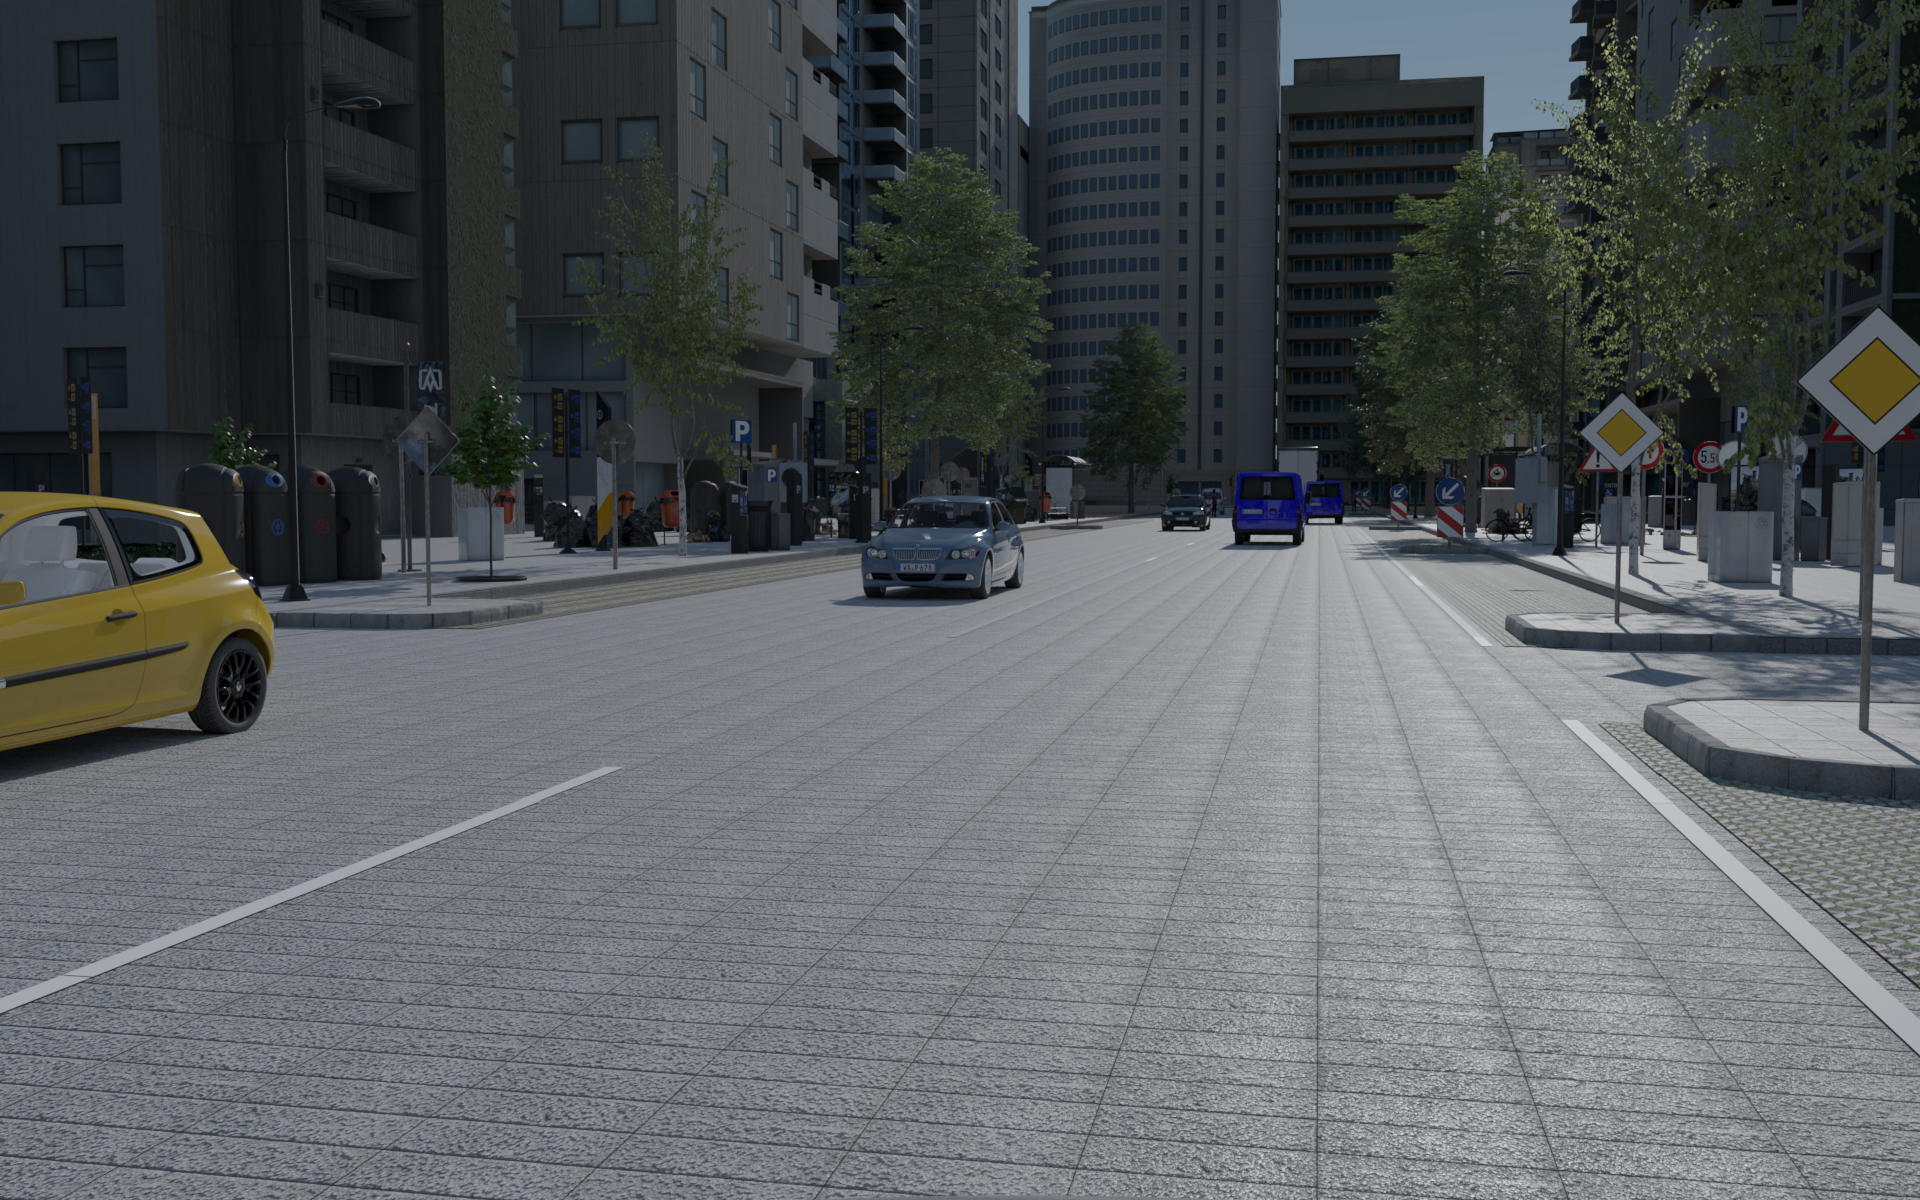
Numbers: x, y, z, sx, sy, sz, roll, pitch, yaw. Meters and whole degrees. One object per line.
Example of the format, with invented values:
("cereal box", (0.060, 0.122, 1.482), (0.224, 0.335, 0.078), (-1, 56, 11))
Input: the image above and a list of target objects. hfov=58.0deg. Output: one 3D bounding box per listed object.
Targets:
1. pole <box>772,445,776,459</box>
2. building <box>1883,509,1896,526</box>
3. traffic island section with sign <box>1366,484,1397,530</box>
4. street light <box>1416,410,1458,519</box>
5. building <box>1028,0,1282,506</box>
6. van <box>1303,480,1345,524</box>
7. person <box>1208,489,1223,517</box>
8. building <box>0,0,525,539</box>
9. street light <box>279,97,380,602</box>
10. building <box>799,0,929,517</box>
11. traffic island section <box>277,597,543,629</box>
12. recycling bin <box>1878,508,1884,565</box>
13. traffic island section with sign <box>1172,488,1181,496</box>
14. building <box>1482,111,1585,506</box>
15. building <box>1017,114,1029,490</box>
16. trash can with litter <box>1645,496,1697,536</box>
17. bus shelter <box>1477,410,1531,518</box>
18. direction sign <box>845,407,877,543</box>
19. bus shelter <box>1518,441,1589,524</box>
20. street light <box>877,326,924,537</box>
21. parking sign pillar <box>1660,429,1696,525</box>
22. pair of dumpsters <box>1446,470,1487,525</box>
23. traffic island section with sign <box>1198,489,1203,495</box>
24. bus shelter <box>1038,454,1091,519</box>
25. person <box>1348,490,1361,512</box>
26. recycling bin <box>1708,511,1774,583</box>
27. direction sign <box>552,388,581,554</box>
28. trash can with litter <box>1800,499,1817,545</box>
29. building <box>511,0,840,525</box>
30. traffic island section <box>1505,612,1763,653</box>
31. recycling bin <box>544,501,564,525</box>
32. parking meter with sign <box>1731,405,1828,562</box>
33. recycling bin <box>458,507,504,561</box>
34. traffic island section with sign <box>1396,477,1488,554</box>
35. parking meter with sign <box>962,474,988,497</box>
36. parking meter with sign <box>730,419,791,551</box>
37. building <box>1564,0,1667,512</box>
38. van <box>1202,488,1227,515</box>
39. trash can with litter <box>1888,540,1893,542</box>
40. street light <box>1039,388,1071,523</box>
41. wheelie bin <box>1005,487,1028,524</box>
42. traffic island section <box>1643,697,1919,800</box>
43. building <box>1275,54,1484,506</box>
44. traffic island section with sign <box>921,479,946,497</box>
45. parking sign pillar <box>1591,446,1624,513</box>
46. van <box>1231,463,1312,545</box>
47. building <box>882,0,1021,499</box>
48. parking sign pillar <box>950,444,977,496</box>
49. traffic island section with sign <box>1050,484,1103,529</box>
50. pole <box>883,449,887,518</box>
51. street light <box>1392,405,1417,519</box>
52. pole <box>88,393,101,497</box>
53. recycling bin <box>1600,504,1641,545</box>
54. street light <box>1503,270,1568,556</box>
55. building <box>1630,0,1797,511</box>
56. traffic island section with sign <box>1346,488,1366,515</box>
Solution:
("pole", (-7.709, -4.775, 71.911), (0.158, 3.312, 0.155), (0, 3, 0))
("building", (45.614, -38.647, 70.133), (20.563, 71.187, 20.611), (1, 4, 12))
("traffic island section with sign", (17.309, -3.687, 68.913), (1.989, 1.847, 2.006), (1, 4, 12))
("street light", (17.532, -5.539, 63.097), (1.470, 5.913, 1.316), (1, 4, 12))
("building", (22.502, -40.265, 200.327), (28.212, 58.520, 21.231), (1, 4, 12))
("van", (17.642, -4.892, 84.373), (2.240, 2.365, 5.245), (1, 4, 10))
("person", (15.754, -5.975, 106.881), (1.217, 1.739, 0.721), (-3, 4, -38))
("building", (-22.323, -17.005, 49.725), (14.160, 30.474, 14.107), (1, 4, 12))
("street light", (-7.464, -2.935, 20.527), (1.470, 5.913, 1.316), (1, 4, 12))
("building", (-14.388, -48.901, 112.208), (22.319, 86.520, 31.000), (1, 4, 12))
("traffic island section", (-6.111, 0.147, 19.872), (2.009, 0.180, 2.903), (1, 4, 12))
("recycling bin", (16.419, -1.170, 31.691), (0.722, 1.027, 0.722), (1, 4, 17))
("traffic island section with sign", (15.040, -6.818, 120.097), (1.989, 1.847, 2.006), (1, 4, 12))
("building", (64.679, -30.870, 188.314), (14.086, 41.232, 14.154), (1, 4, 12))
("building", (0.972, -33.714, 201.341), (14.200, 45.320, 14.600), (1, 4, 12))
("trash can with litter", (22.231, -2.629, 54.036), (2.233, 1.210, 1.678), (1, 4, 9))
("bus shelter", (25.081, -6.293, 80.523), (2.179, 5.291, 8.768), (1, 4, 12))
("direction sign", (-2.590, -3.270, 45.461), (0.876, 3.537, 0.379), (-2, 4, -24))
("bus shelter", (23.586, -4.596, 69.065), (2.014, 3.302, 5.546), (1, 4, 12))
("street light", (-1.673, -4.621, 48.098), (1.470, 5.913, 1.316), (1, 4, 12))
("parking sign pillar", (29.649, -5.077, 71.478), (1.447, 3.967, 1.447), (3, 5, 41))
("pair of dumpsters", (21.158, -4.293, 72.681), (1.574, 2.255, 4.437), (1, 4, 12))
("traffic island section with sign", (20.588, -8.449, 146.776), (1.989, 1.847, 2.006), (1, 4, 12))
("bus shelter", (5.536, -5.944, 91.107), (2.014, 3.302, 5.546), (1, 4, 12))
("person", (30.688, -7.668, 134.591), (1.217, 1.743, 0.721), (-1, 4, -16))
("recycling bin", (11.403, -0.780, 25.310), (0.722, 1.027, 0.722), (1, 4, 9))
("direction sign", (-8.456, -2.769, 37.268), (0.379, 3.537, 0.876), (2, 4, 28))
("trash can with litter", (19.181, -1.693, 39.064), (0.624, 1.170, 1.055), (-1, 4, -10))
("building", (-21.857, -30.290, 84.476), (28.713, 52.752, 27.495), (1, 4, 12))
("traffic island section", (6.560, 0.308, 17.245), (2.009, 0.180, 2.903), (1, 4, 12))
("recycling bin", (-14.808, -3.063, 62.635), (0.722, 1.027, 0.722), (2, 4, 34))
("parking meter with sign", (15.892, -2.282, 33.565), (0.543, 3.016, 1.738), (-3, 4, -39))
("recycling bin", (-9.271, -1.283, 33.527), (0.722, 1.027, 0.722), (-2, 4, -30))
("traffic island section with sign", (11.713, -2.040, 41.986), (1.989, 1.847, 2.006), (1, 4, 12))
("parking meter with sign", (0.462, -5.061, 79.007), (1.738, 3.016, 0.543), (0, 4, 7))
("parking meter with sign", (-4.557, -2.673, 39.957), (0.543, 3.016, 1.738), (-3, 5, -43))
("building", (58.293, -29.156, 131.328), (22.147, 44.769, 28.867), (1, 4, 12))
("van", (17.573, -6.948, 120.619), (2.013, 2.044, 4.112), (1, 4, 10))
("trash can with litter", (25.832, -2.133, 45.924), (2.233, 1.210, 1.678), (1, 4, 19))
("street light", (4.151, -6.320, 75.869), (1.470, 5.913, 1.316), (1, 4, 12))
("wheelie bin", (2.395, -4.039, 73.948), (0.980, 1.594, 0.693), (-2, 4, -29))
("traffic island section", (4.936, 0.786, 9.426), (2.009, 0.180, 2.903), (1, 4, 12))
("building", (46.806, -34.953, 195.183), (21.600, 48.544, 21.300), (1, 4, 12))
("traffic island section with sign", (-0.729, -2.173, 44.149), (1.989, 1.847, 2.006), (1, 4, 12))
("parking sign pillar", (29.274, -5.494, 78.303), (1.447, 3.967, 1.447), (0, 4, 4))
("van", (9.033, -2.808, 50.294), (2.240, 2.365, 5.245), (1, 4, 13))
("building", (-6.557, -43.448, 148.620), (20.611, 71.187, 20.563), (1, 4, 12))
("parking sign pillar", (0.186, -6.042, 87.260), (1.447, 3.967, 1.447), (-1, 4, -18))
("traffic island section with sign", (4.807, -3.803, 70.805), (1.989, 1.847, 2.006), (1, 4, 12))
("pole", (-3.372, -5.136, 77.809), (0.158, 3.312, 0.155), (0, 3, 0))
("street light", (23.191, -7.193, 90.152), (1.470, 5.913, 1.316), (1, 4, 12))
("pole", (-17.585, -2.529, 35.186), (0.158, 3.312, 0.155), (0, 3, 0))
("recycling bin", (16.935, -1.948, 44.399), (0.722, 1.027, 0.722), (-2, 4, -34))
("street light", (11.964, -3.883, 36.024), (1.470, 5.913, 1.316), (1, 4, 12))
("building", (56.512, -31.406, 102.726), (28.713, 52.752, 27.495), (1, 4, 12))
("traffic island section with sign", (27.262, -6.621, 116.881), (1.989, 1.847, 2.006), (1, 4, 12))
